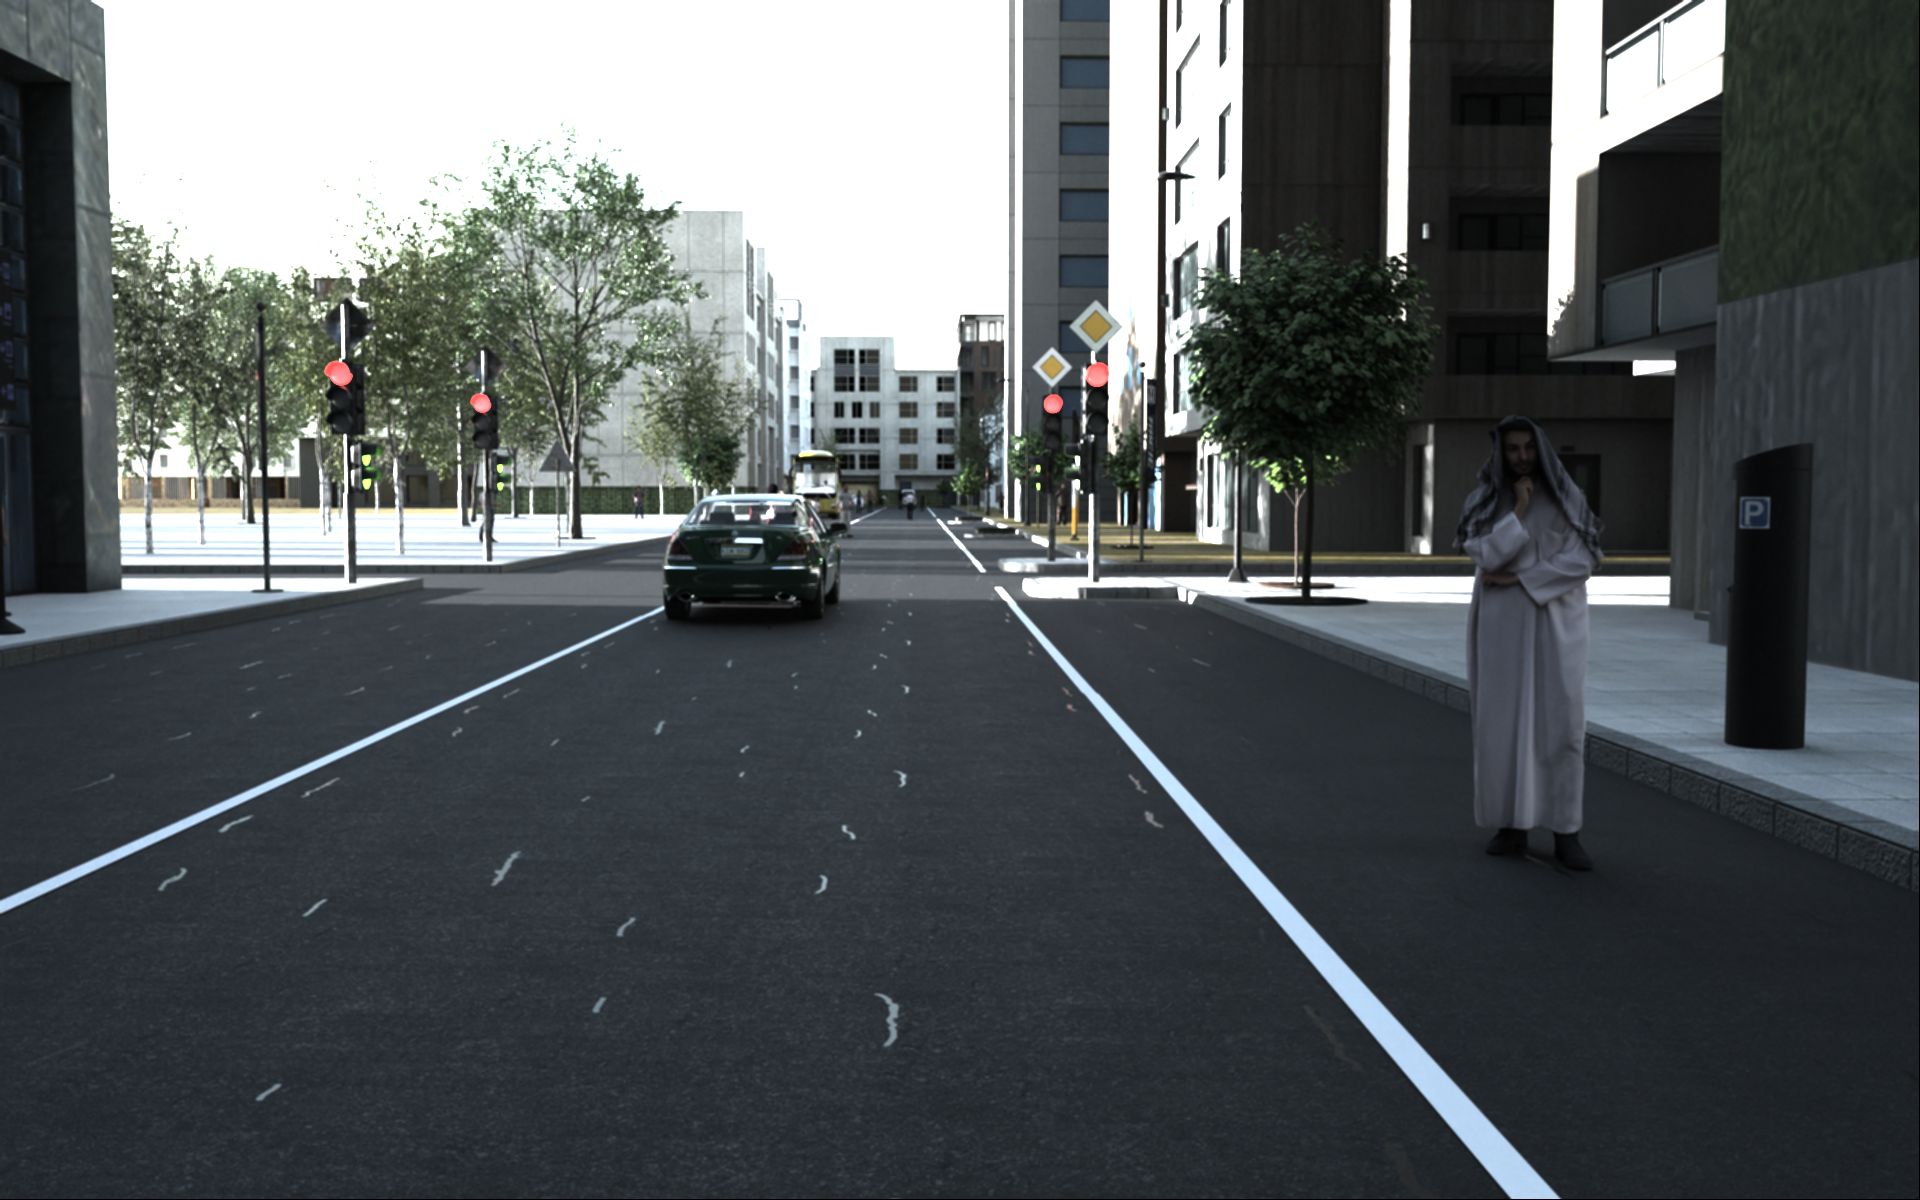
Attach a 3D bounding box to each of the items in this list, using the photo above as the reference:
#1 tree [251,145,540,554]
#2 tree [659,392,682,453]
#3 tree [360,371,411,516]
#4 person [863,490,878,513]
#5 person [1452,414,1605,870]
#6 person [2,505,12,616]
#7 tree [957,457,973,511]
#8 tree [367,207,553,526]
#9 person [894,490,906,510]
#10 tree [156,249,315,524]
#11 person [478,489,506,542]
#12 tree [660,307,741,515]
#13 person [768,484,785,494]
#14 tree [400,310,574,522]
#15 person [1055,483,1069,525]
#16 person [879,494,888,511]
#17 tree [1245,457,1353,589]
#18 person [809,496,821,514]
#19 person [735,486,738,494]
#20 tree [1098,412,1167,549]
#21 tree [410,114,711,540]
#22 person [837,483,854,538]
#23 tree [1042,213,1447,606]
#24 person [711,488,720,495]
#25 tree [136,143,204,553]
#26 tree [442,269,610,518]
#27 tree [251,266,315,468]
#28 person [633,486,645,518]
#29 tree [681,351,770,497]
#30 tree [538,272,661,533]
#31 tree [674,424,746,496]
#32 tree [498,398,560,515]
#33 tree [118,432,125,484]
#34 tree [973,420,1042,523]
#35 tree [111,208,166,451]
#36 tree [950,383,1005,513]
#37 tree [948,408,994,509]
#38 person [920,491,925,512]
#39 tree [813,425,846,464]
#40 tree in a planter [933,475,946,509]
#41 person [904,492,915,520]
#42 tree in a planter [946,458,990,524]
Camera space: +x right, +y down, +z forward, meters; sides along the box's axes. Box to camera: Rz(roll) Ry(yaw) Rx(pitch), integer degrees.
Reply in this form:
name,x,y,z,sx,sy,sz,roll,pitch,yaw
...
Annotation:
name,x,y,z,sx,sy,sz,roll,pitch,yaw
tree,-12.005,-5.280,36.694,4.737,8.622,4.395,0,3,0
tree,-14.458,-8.935,96.453,4.360,8.622,3.978,0,3,0
tree,-33.850,-9.203,100.839,4.360,8.622,3.978,0,3,0
person,-6.880,-7.565,132.903,1.217,1.743,0.721,-2,4,-26
person,2.223,0.143,6.835,0.551,1.740,0.621,0,4,4
person,-10.214,-0.723,17.997,0.598,1.807,0.434,0,4,1
tree,1.347,-9.076,132.105,4.285,4.588,4.351,0,3,0
tree,-19.739,-9.198,68.519,7.486,12.596,7.792,0,3,0
person,-5.401,-9.153,158.156,1.348,1.822,0.705,0,4,6
tree,-30.630,-9.077,74.172,9.928,11.665,9.643,0,3,0
person,-12.605,-2.343,46.303,0.963,1.587,0.435,2,4,26
tree,-10.381,-7.158,67.389,4.737,8.622,4.395,0,3,0
person,-3.850,-1.614,36.355,0.517,1.644,0.566,3,5,44
tree,-21.917,-8.817,78.570,7.601,10.594,8.767,1,4,22
person,4.170,-3.941,71.158,0.600,1.739,0.565,2,4,34
person,-6.558,-8.427,149.477,0.799,1.438,0.628,-2,4,-34
tree,4.648,-1.774,23.605,1.663,3.219,1.824,0,3,0
person,-5.589,-3.304,66.431,0.435,1.345,0.340,-2,4,-28
person,-13.917,-6.155,106.807,0.434,1.807,0.598,-2,4,-26
tree,4.100,-2.827,40.822,1.663,3.219,1.824,0,3,0
tree,-11.104,-7.538,48.995,9.928,11.665,9.643,0,3,0
person,-3.752,-2.945,56.798,0.875,1.805,0.789,-3,4,-38
tree,4.056,-2.244,20.398,4.285,4.588,4.351,0,3,0
person,-11.738,-4.686,83.382,0.376,1.734,0.841,-1,4,-20
tree,-17.433,-5.324,37.418,4.360,8.622,3.978,0,3,0
tree,-24.286,-11.230,93.973,12.009,13.543,11.850,0,3,0
tree,-34.957,-10.229,85.368,7.486,12.596,7.792,0,3,0
person,-16.948,-5.175,91.478,0.655,1.722,0.431,0,4,-4
tree,-11.773,-8.423,88.078,4.360,8.622,3.978,0,3,0
tree,-13.023,-6.525,57.049,4.737,8.622,4.395,0,3,0
tree,-11.343,-5.816,78.806,4.285,4.588,4.351,0,3,0
tree,-25.859,-9.414,104.279,4.360,8.622,3.978,0,3,0
tree,-55.857,-8.019,94.015,20.602,7.101,11.467,-1,4,-15
tree,3.520,-5.680,76.583,4.285,4.588,4.351,0,3,0
tree,-31.785,-8.877,63.271,7.486,12.596,7.792,0,3,0
tree,1.451,-10.023,114.242,4.360,8.622,3.978,0,3,0
tree,0.976,-11.976,146.172,4.737,8.622,4.395,0,3,0
person,-3.032,-8.018,141.063,0.415,1.643,0.593,1,4,11
tree,-14.171,-14.351,184.998,4.737,8.622,4.395,0,3,0
tree in a planter,-1.545,-10.100,162.349,1.991,3.239,1.994,0,4,-1
person,-2.845,-5.302,97.405,0.614,1.554,0.590,0,4,7
tree in a planter,0.431,-5.376,85.117,1.991,3.239,1.994,0,4,-1
